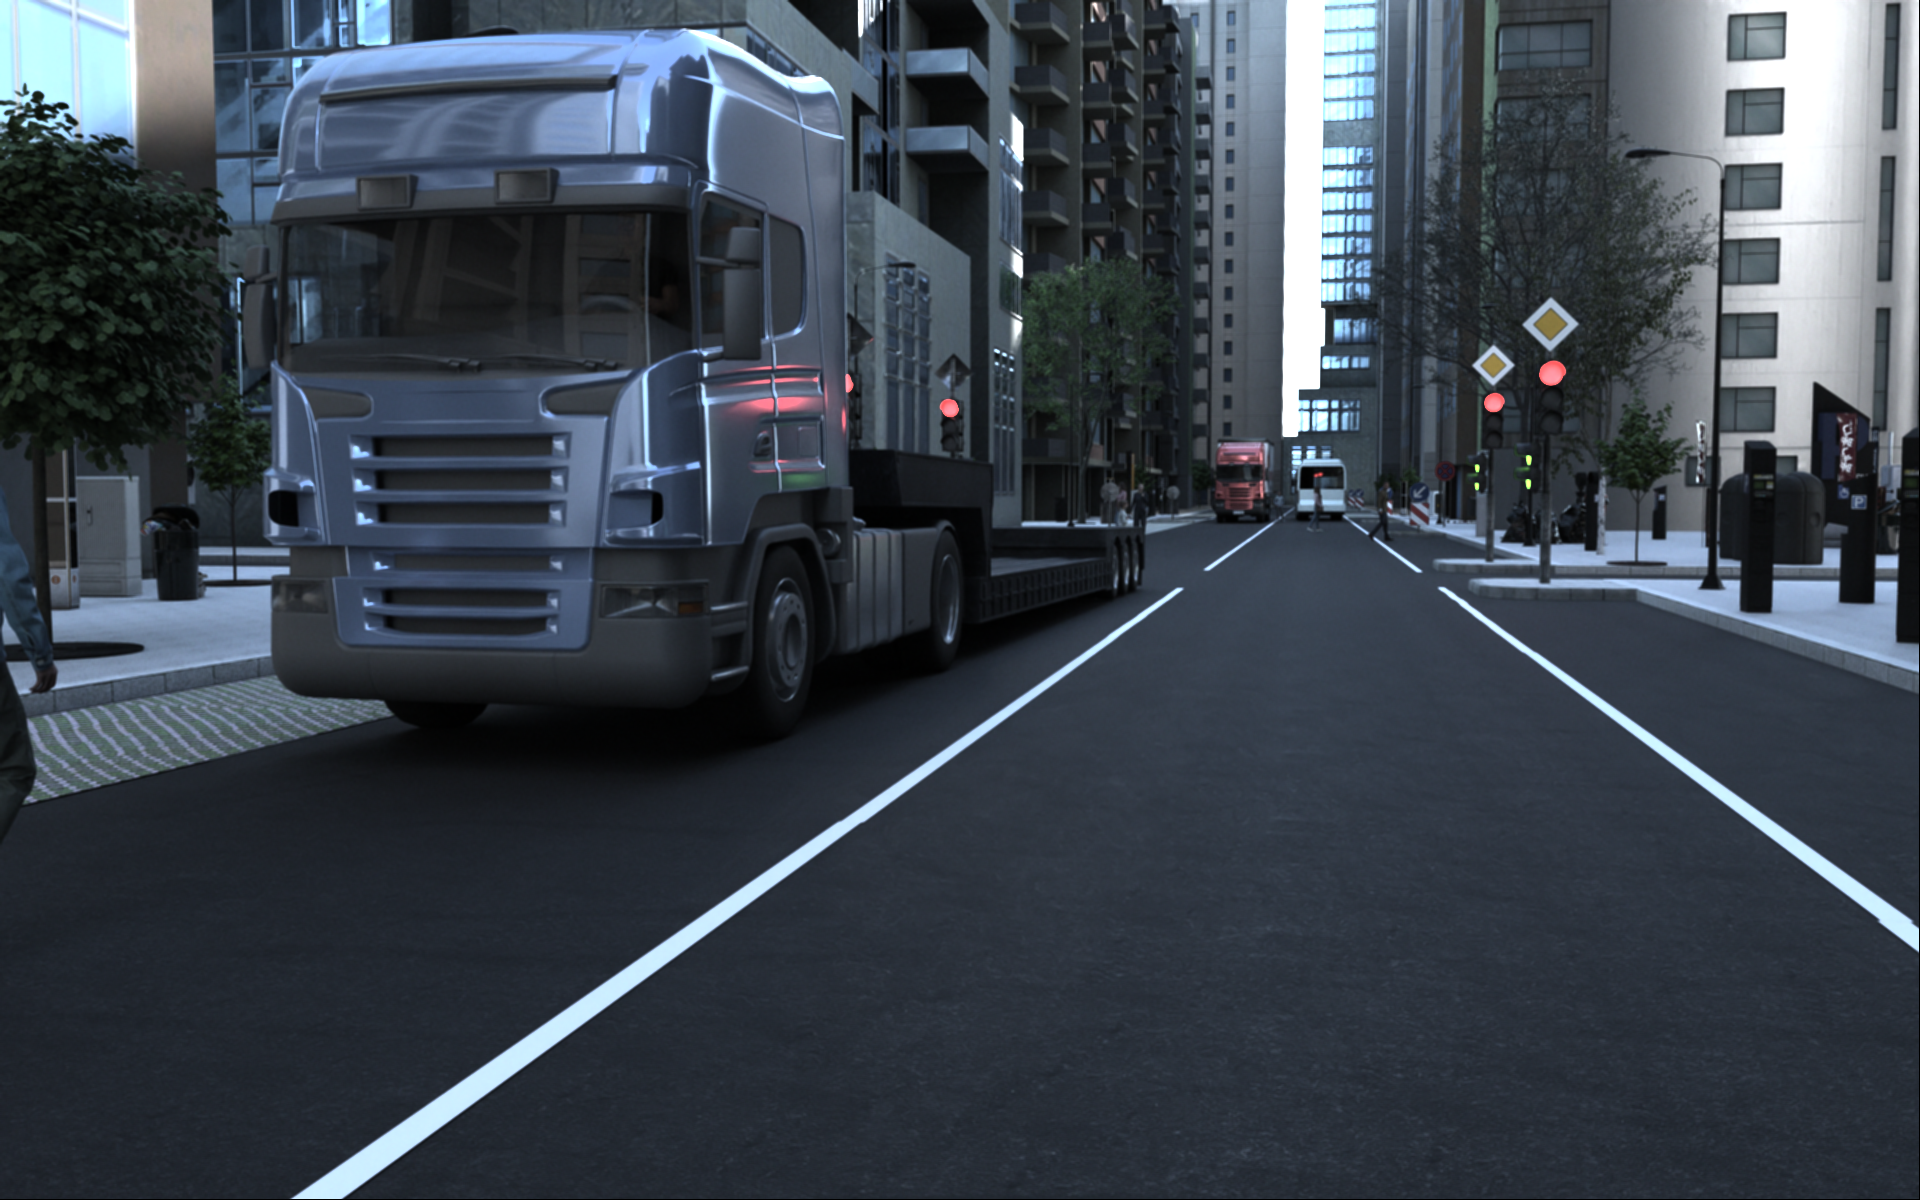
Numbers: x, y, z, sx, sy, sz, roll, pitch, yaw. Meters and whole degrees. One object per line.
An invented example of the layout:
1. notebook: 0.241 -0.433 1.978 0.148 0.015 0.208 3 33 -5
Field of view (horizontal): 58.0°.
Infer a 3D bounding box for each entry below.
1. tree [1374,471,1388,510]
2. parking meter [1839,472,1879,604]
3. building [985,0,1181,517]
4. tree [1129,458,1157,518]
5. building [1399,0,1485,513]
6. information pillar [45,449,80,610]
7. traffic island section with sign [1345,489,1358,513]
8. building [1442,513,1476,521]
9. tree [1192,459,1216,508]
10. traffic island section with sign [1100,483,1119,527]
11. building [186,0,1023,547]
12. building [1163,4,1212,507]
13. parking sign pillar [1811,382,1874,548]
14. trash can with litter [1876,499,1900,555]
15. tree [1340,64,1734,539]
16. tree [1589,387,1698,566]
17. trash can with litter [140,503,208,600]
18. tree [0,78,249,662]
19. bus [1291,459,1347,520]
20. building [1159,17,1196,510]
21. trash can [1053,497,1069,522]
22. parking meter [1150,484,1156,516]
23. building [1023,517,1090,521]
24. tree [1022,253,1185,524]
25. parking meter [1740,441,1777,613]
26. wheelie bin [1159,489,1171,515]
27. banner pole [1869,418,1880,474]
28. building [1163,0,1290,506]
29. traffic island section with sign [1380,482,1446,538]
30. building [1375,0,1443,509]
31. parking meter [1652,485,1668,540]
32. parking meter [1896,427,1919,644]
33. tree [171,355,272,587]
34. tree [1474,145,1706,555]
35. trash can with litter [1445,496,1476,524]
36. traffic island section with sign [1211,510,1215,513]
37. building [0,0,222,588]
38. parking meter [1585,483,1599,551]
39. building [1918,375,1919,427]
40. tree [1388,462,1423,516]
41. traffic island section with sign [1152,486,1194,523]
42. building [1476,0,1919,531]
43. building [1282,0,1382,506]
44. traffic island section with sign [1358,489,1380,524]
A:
1. tree: 33.059 -8.477 133.202 1.663 3.219 1.824 0 3 0
2. parking meter: 10.597 -0.735 20.424 0.372 1.533 0.369 0 3 0
3. building: 4.185 -28.791 125.352 22.147 44.769 28.867 1 4 12
4. tree: 9.748 -5.998 92.669 1.663 3.219 1.824 0 3 0
5. building: 43.971 -30.102 142.280 14.600 45.320 14.200 1 4 12
6. information pillar: -9.997 -0.900 19.209 0.304 2.012 0.304 -1 4 -8
7. traffic island section with sign: 30.411 -7.573 132.451 1.989 1.847 2.006 1 4 12
8. building: 31.806 -26.714 86.879 14.600 45.320 14.200 1 4 12
9. tree: 21.690 -10.606 157.126 4.285 4.588 4.351 0 3 0
10. traffic island section with sign: 5.102 -3.070 58.823 1.989 1.847 2.006 1 4 12
11. building: -9.654 -45.217 51.966 22.319 86.520 31.000 1 4 12
12. building: 9.432 -33.860 173.213 30.456 49.044 23.786 1 4 12
13. parking sign pillar: 21.168 -3.247 41.560 1.447 3.967 1.447 0 4 3
14. trash can with litter: 19.338 -1.542 36.604 1.055 1.170 0.624 0 4 7
15. tree: 16.172 -8.478 48.992 12.009 13.543 11.850 0 3 0
16. tree: 12.181 -2.250 31.395 1.663 3.219 1.824 0 3 0
17. trash can with litter: -9.578 -0.598 21.166 0.624 1.170 1.055 -1 4 -15
18. tree: -7.286 -1.843 13.846 4.285 4.588 4.351 0 3 0
19. bus: 20.332 -6.321 98.212 2.948 3.499 13.247 1 4 10
20. building: 12.167 -28.264 145.713 14.154 41.232 14.086 1 4 12
21. trash can: 4.632 -4.134 79.251 0.748 1.137 0.748 0 3 0
22. parking meter: 11.175 -5.811 100.718 0.399 1.863 0.255 -3 5 -43
23. building: -2.058 -26.913 94.656 22.147 44.769 28.867 1 4 12
24. tree: 5.379 -9.054 73.787 9.928 11.665 9.643 0 3 0
25. parking meter: 8.661 -0.800 18.794 0.255 1.863 0.399 1 4 11
26. wheelie bin: 12.870 -6.166 108.715 0.693 1.594 0.980 1 4 22
27. banner pole: 29.873 -4.084 56.786 0.401 3.779 0.863 0 4 -2
28. building: 23.872 -40.415 202.778 28.212 58.520 21.231 1 4 12
29. traffic island section with sign: 15.195 -3.013 57.883 1.989 1.847 2.006 1 4 12
30. building: 50.144 -37.952 162.508 21.231 58.520 28.212 1 4 12
31. parking meter: 19.808 -2.484 49.020 0.372 1.533 0.369 0 3 0
32. parking meter: 8.288 -0.564 14.939 0.255 1.863 0.399 3 5 44
33. tree: -10.167 -1.813 24.250 1.663 3.219 1.824 0 3 0
34. tree: 13.382 -5.272 36.553 4.360 8.622 3.978 0 3 0
35. trash can with litter: 22.102 -3.970 75.963 2.233 1.210 1.678 1 4 20
36. traffic island section with sign: 20.548 -7.694 134.423 1.989 1.847 2.006 1 4 12
37. building: -19.883 -22.658 20.571 14.200 45.320 14.600 1 4 12
38. parking meter: 14.339 -1.881 39.164 0.372 1.533 0.369 0 3 0
39. building: 97.057 -30.714 156.796 28.867 44.769 22.147 1 4 12
40. tree: 26.851 -6.680 103.823 1.663 3.219 1.824 0 3 0
41. traffic island section with sign: 10.563 -4.707 85.589 1.989 1.847 2.006 1 4 12
42. building: 26.996 -23.354 65.426 14.154 41.232 14.086 1 4 12
43. building: 53.045 -54.076 196.819 31.000 86.520 22.319 1 4 12
44. traffic island section with sign: 20.587 -4.631 84.350 1.989 1.847 2.006 1 4 12
